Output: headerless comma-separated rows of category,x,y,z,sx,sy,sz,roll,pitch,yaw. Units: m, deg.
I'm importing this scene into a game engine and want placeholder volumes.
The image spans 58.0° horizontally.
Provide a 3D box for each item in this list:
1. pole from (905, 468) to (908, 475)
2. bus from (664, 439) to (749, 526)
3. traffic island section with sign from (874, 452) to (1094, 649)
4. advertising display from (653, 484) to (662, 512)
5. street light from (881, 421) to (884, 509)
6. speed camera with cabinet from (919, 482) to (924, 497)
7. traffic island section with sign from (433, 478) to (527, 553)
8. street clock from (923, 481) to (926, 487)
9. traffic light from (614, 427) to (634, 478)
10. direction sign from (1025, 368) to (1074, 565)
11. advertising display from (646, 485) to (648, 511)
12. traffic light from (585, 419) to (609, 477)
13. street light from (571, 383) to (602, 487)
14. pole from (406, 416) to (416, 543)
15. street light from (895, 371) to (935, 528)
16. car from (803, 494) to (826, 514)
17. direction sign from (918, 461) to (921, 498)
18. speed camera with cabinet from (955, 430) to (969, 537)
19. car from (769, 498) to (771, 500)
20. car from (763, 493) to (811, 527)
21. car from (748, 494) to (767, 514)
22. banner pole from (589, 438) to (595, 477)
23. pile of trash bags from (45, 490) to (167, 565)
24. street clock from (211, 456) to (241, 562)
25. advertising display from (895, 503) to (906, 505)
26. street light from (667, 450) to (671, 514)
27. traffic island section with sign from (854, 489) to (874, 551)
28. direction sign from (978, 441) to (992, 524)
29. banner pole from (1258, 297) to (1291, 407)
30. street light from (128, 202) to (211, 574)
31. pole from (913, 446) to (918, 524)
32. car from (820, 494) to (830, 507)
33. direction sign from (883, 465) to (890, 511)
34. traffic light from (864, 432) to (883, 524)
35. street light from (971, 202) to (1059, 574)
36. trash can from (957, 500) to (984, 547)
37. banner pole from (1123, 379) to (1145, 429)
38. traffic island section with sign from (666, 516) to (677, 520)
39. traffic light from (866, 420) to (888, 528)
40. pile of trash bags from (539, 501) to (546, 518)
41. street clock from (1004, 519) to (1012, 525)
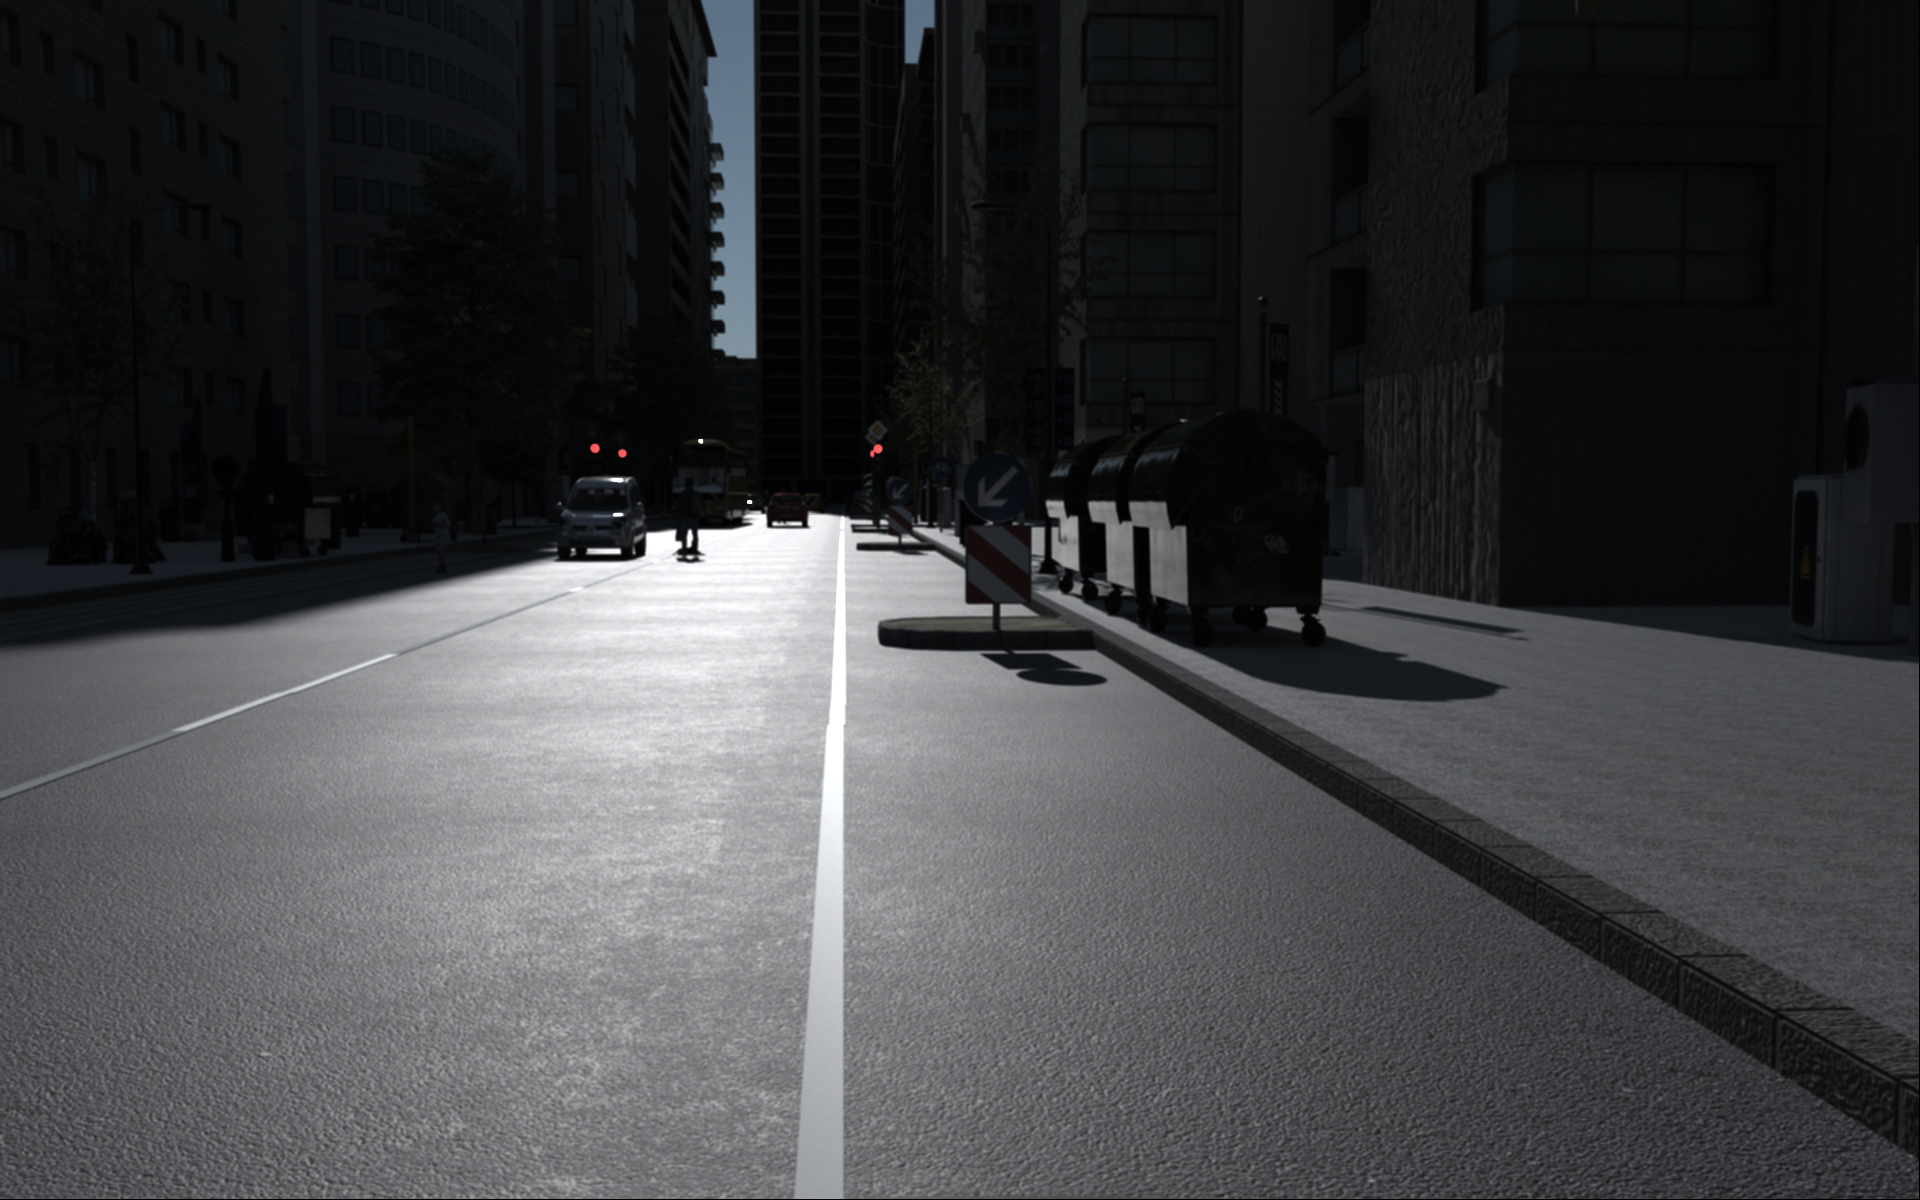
pole,-4.193,-8.731,136.590,0.158,3.312,0.155,0,3,0
bus,-11.699,-5.505,81.549,2.896,3.916,12.252,0,4,-2
traffic island section with sign,0.195,-0.514,17.025,1.989,1.847,2.006,0,4,-4
advertising display,-19.383,-6.470,111.004,0.123,1.923,0.974,1,4,14
street light,-4.609,-8.410,110.038,1.470,5.913,1.316,0,4,-4
speed camera with cabinet,-3.092,-7.743,120.926,0.660,3.252,2.038,1,4,17
traffic island section with sign,-11.796,-2.088,42.769,1.989,1.847,2.006,0,4,-4
street clock,-1.755,-5.505,94.579,0.471,2.002,0.358,0,4,-5
traffic light,-14.089,-5.119,72.619,0.839,4.253,0.868,0,4,-4
direction sign,1.613,-2.395,31.151,0.876,3.537,0.379,0,4,-1
advertising display,-21.492,-6.948,118.819,0.123,1.923,0.974,-1,4,-10
traffic light,-13.553,-4.632,64.652,0.839,4.253,0.868,0,4,-4
street light,-15.671,-6.118,72.577,1.470,5.913,1.316,0,4,-4
pole,-14.424,-3.159,45.490,0.158,3.312,0.155,0,3,0
street light,-1.650,-5.683,65.453,1.470,5.913,1.316,0,4,-4
car,-10.888,-7.192,127.808,2.015,1.641,3.980,0,4,-5
direction sign,-2.878,-7.766,118.969,0.379,3.537,0.876,-2,4,-31
speed camera with cabinet,0.166,-3.591,53.055,0.660,3.252,2.038,0,4,2
car,-17.184,-9.475,165.146,2.015,1.641,3.980,0,4,-3
car,-7.628,-4.123,76.443,2.155,1.783,4.494,0,4,-6
car,-15.194,-7.055,127.153,2.131,1.459,4.920,0,4,-5
banner pole,-16.437,-5.350,77.484,0.401,3.779,0.863,-2,4,-25
pile of trash bags,-16.079,-1.416,32.907,1.912,1.369,3.447,-1,4,-15
street clock,-13.887,-1.727,32.808,0.471,2.002,0.358,0,4,-2
advertising display,-3.591,-6.149,105.751,0.974,1.923,0.123,2,4,33
street light,-18.115,-8.462,110.894,1.470,5.913,1.316,0,4,-4
traffic island section with sign,-1.679,-2.213,44.807,1.989,1.847,2.006,0,4,-4
direction sign,1.091,-5.051,74.588,0.379,3.537,0.876,-3,5,-40
banner pole,4.010,-1.975,22.303,0.401,3.779,0.863,3,5,42
street light,-12.610,-3.371,27.658,1.470,5.913,1.316,0,4,-4
pole,-1.902,-4.919,74.276,0.158,3.312,0.155,0,3,0
car,-16.074,-11.680,200.752,2.009,1.686,4.222,0,4,-3
direction sign,-5.691,-8.725,134.646,0.379,3.537,0.876,-3,5,-39
traffic light,-3.652,-5.163,73.335,0.839,4.253,0.868,0,4,-4
street light,0.880,-3.375,27.717,1.470,5.913,1.316,0,4,-4
trash can,0.293,-1.860,42.072,0.748,1.137,0.748,0,3,0
banner pole,3.735,-2.908,37.561,0.401,3.779,0.863,-3,4,-37
traffic island section with sign,-15.460,-5.425,97.321,1.989,1.847,2.006,0,4,-4
traffic light,-3.116,-4.676,65.368,0.839,4.253,0.868,0,4,-4
pile of trash bags,-21.525,-5.044,92.229,1.912,1.369,3.447,0,4,0
street clock,1.081,-2.089,38.720,0.358,2.002,0.471,0,4,3
